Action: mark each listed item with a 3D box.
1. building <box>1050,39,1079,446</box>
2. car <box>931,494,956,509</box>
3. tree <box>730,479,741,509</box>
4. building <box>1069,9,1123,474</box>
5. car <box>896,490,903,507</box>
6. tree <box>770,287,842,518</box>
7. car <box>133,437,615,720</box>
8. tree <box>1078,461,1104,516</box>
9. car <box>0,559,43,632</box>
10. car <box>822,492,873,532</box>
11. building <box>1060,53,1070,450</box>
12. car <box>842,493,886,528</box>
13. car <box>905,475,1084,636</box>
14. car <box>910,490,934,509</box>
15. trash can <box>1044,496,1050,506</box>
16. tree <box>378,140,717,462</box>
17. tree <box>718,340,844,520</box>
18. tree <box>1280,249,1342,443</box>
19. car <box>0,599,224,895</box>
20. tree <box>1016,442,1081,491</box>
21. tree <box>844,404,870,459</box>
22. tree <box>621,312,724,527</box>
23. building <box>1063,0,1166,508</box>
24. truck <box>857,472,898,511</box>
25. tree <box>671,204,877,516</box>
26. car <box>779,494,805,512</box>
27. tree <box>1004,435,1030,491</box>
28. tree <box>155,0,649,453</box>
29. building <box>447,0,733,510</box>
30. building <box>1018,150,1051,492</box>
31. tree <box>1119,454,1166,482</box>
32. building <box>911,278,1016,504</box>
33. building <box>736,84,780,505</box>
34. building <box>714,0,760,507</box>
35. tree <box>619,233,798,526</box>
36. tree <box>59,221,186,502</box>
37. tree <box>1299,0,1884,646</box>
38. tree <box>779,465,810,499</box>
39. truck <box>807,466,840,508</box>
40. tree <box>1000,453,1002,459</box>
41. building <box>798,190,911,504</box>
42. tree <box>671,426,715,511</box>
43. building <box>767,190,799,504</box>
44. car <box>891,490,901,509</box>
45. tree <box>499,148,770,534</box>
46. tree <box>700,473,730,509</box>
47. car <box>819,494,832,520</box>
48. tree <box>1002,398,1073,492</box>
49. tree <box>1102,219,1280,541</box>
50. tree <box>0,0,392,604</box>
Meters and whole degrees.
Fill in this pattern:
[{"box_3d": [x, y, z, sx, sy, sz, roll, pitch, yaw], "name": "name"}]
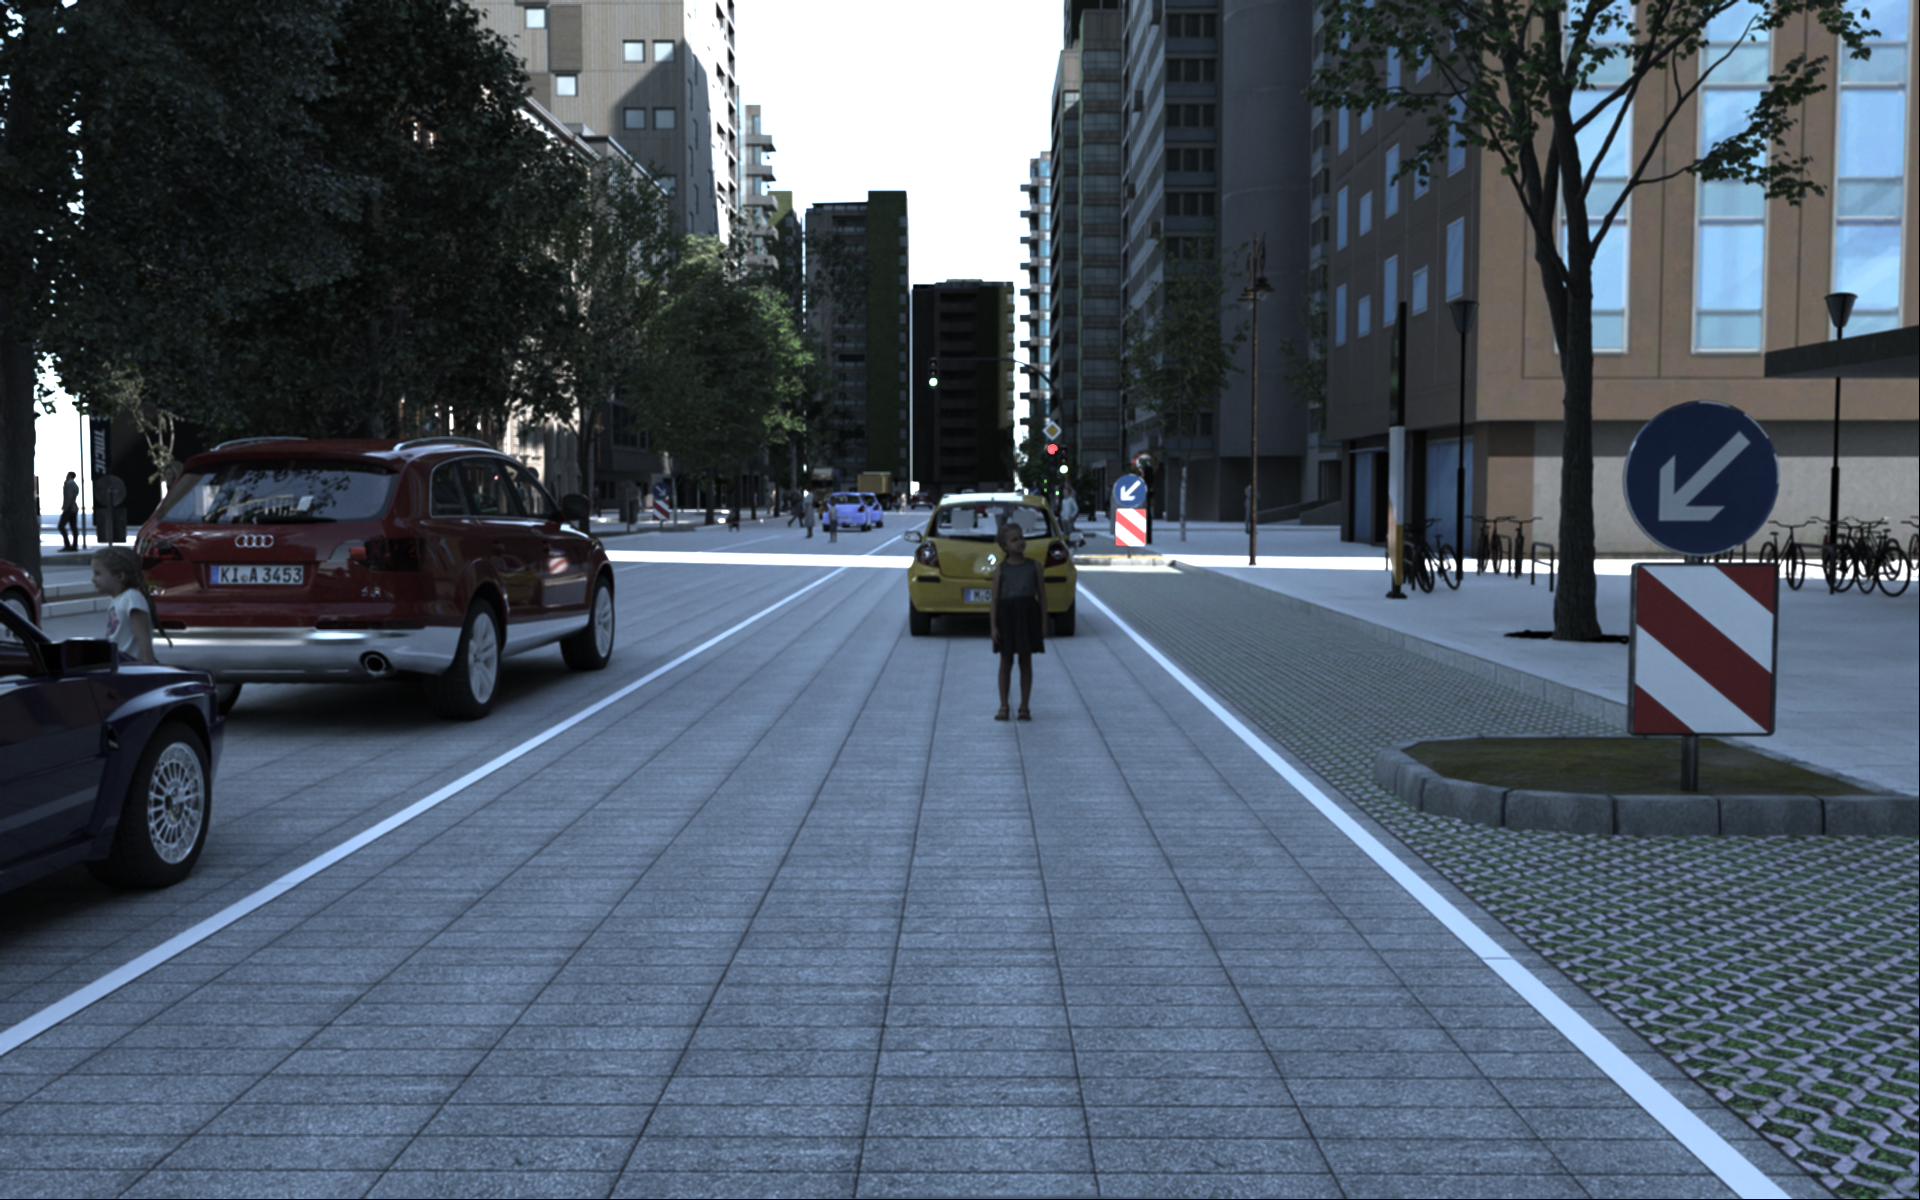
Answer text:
[{"box_3d": [20.595, -34.156, 182.152, 21.300, 48.544, 21.600, 0, 4, 0], "name": "building"}, {"box_3d": [-0.168, -3.851, 74.765, 2.131, 1.459, 4.920, 0, 4, -1], "name": "car"}, {"box_3d": [-19.724, -9.373, 147.851, 1.663, 3.219, 1.824, 0, 3, 0], "name": "tree"}, {"box_3d": [17.200, -28.543, 150.266, 14.154, 41.232, 14.086, 0, 4, 0], "name": "building"}, {"box_3d": [-7.125, -10.559, 181.316, 2.281, 1.827, 5.304, 0, 4, 2], "name": "car"}, {"box_3d": [-10.807, -9.532, 84.069, 9.928, 11.665, 9.643, 0, 3, 0], "name": "tree"}, {"box_3d": [-3.974, -0.238, 12.561, 2.281, 1.827, 5.304, 0, 4, 2], "name": "car"}, {"box_3d": [7.421, -6.526, 101.301, 1.663, 3.219, 1.824, 0, 3, 0], "name": "tree"}, {"box_3d": [-8.391, -0.206, 12.401, 2.155, 1.783, 4.494, 0, 4, 0], "name": "car"}, {"box_3d": [-4.342, -3.507, 66.926, 1.945, 1.707, 3.694, 0, 4, 1], "name": "car"}, {"box_3d": [16.459, -29.419, 164.600, 14.154, 41.232, 14.086, 0, 4, 0], "name": "building"}, {"box_3d": [-4.183, -3.965, 74.426, 1.945, 1.707, 3.694, 0, 4, -1], "name": "car"}, {"box_3d": [0.370, -0.533, 18.944, 2.015, 1.641, 3.980, 0, 4, 2], "name": "car"}, {"box_3d": [-3.600, -9.497, 163.947, 2.281, 1.827, 5.304, 0, 4, -1], "name": "car"}, {"box_3d": [5.835, -6.397, 116.242, 0.748, 1.137, 0.748, 0, 3, 0], "name": "trash can"}, {"box_3d": [-10.875, -6.396, 41.446, 8.767, 10.594, 7.601, 0, 4, 0], "name": "tree"}, {"box_3d": [-11.055, -9.556, 93.106, 8.767, 10.594, 7.601, 0, 4, 0], "name": "tree"}, {"box_3d": [11.538, -6.185, 51.482, 4.737, 8.622, 4.395, 0, 3, 0], "name": "tree"}, {"box_3d": [-3.725, 0.454, 5.160, 1.945, 1.354, 3.894, 0, 4, 0], "name": "car"}, {"box_3d": [5.970, -7.645, 108.715, 4.285, 4.588, 4.351, 0, 3, 0], "name": "tree"}, {"box_3d": [-10.621, -11.488, 124.695, 8.767, 10.594, 7.601, 0, 4, 0], "name": "tree"}, {"box_3d": [-11.230, -7.050, 68.090, 4.737, 8.622, 4.395, 0, 3, 0], "name": "tree"}, {"box_3d": [20.498, -46.745, 202.529, 20.563, 71.187, 20.611, 0, 4, 0], "name": "building"}, {"box_3d": [-7.422, -9.603, 152.926, 3.469, 3.379, 9.791, 0, 4, 1], "name": "truck"}, {"box_3d": [-12.074, -15.602, 113.436, 12.611, 20.169, 13.585, 0, 3, 0], "name": "tree"}, {"box_3d": [-13.296, -7.660, 137.244, 2.014, 1.417, 4.499, 0, 4, -1], "name": "car"}, {"box_3d": [7.084, -15.806, 208.789, 4.360, 8.622, 3.978, 0, 3, 0], "name": "tree"}, {"box_3d": [-11.087, -6.925, 32.692, 9.611, 12.733, 9.660, 0, 3, 0], "name": "tree"}, {"box_3d": [-35.661, -34.577, 154.572, 28.713, 52.752, 27.495, 0, 4, 0], "name": "building"}, {"box_3d": [23.276, -37.853, 238.501, 30.456, 49.044, 23.786, 0, 4, 0], "name": "building"}, {"box_3d": [11.463, -7.587, 107.754, 4.285, 4.588, 4.351, 0, 3, 0], "name": "tree"}, {"box_3d": [0.426, -28.316, 234.664, 14.107, 30.474, 14.160, 0, 4, 0], "name": "building"}, {"box_3d": [-36.951, -35.641, 202.334, 30.456, 49.044, 23.786, 0, 4, 0], "name": "building"}, {"box_3d": [-31.556, -45.251, 178.106, 20.563, 71.187, 20.611, 0, 4, 0], "name": "building"}, {"box_3d": [-10.965, -9.455, 75.173, 7.486, 12.596, 7.792, 0, 3, 0], "name": "tree"}, {"box_3d": [-20.490, -5.719, 43.866, 4.360, 8.622, 3.978, 0, 3, 0], "name": "tree"}, {"box_3d": [5.272, -5.458, 14.989, 9.928, 11.665, 9.643, 0, 3, 0], "name": "tree"}, {"box_3d": [-18.613, -12.703, 191.401, 4.285, 4.588, 4.351, 0, 3, 0], "name": "tree"}, {"box_3d": [-13.834, -11.516, 177.193, 2.839, 4.237, 11.283, 0, 4, 0], "name": "truck"}, {"box_3d": [6.568, -14.223, 182.903, 4.737, 8.622, 4.395, 0, 3, 0], "name": "tree"}, {"box_3d": [-13.765, -33.728, 235.051, 14.086, 41.232, 14.154, 0, 4, 0], "name": "building"}, {"box_3d": [-19.523, -10.836, 127.526, 4.360, 8.622, 3.978, 0, 3, 0], "name": "tree"}, {"box_3d": [-28.688, -33.729, 235.067, 14.086, 41.232, 14.154, 0, 4, 0], "name": "building"}, {"box_3d": [-6.780, -9.533, 164.539, 2.281, 1.827, 5.304, 0, 4, 0], "name": "car"}, {"box_3d": [-11.150, -7.534, 51.389, 9.928, 11.665, 9.643, 0, 3, 0], "name": "tree"}, {"box_3d": [-19.550, -8.672, 136.389, 1.663, 3.219, 1.824, 0, 3, 0], "name": "tree"}, {"box_3d": [-7.057, -5.395, 98.429, 2.015, 1.641, 3.980, 0, 4, 0], "name": "car"}, {"box_3d": [6.262, -11.094, 131.750, 4.737, 8.622, 4.395, 0, 3, 0], "name": "tree"}, {"box_3d": [6.023, -5.915, 47.079, 4.737, 8.622, 4.395, 0, 3, 0], "name": "tree"}, {"box_3d": [-11.554, -6.833, 20.830, 9.857, 13.997, 8.962, 0, 3, 0], "name": "tree"}]
